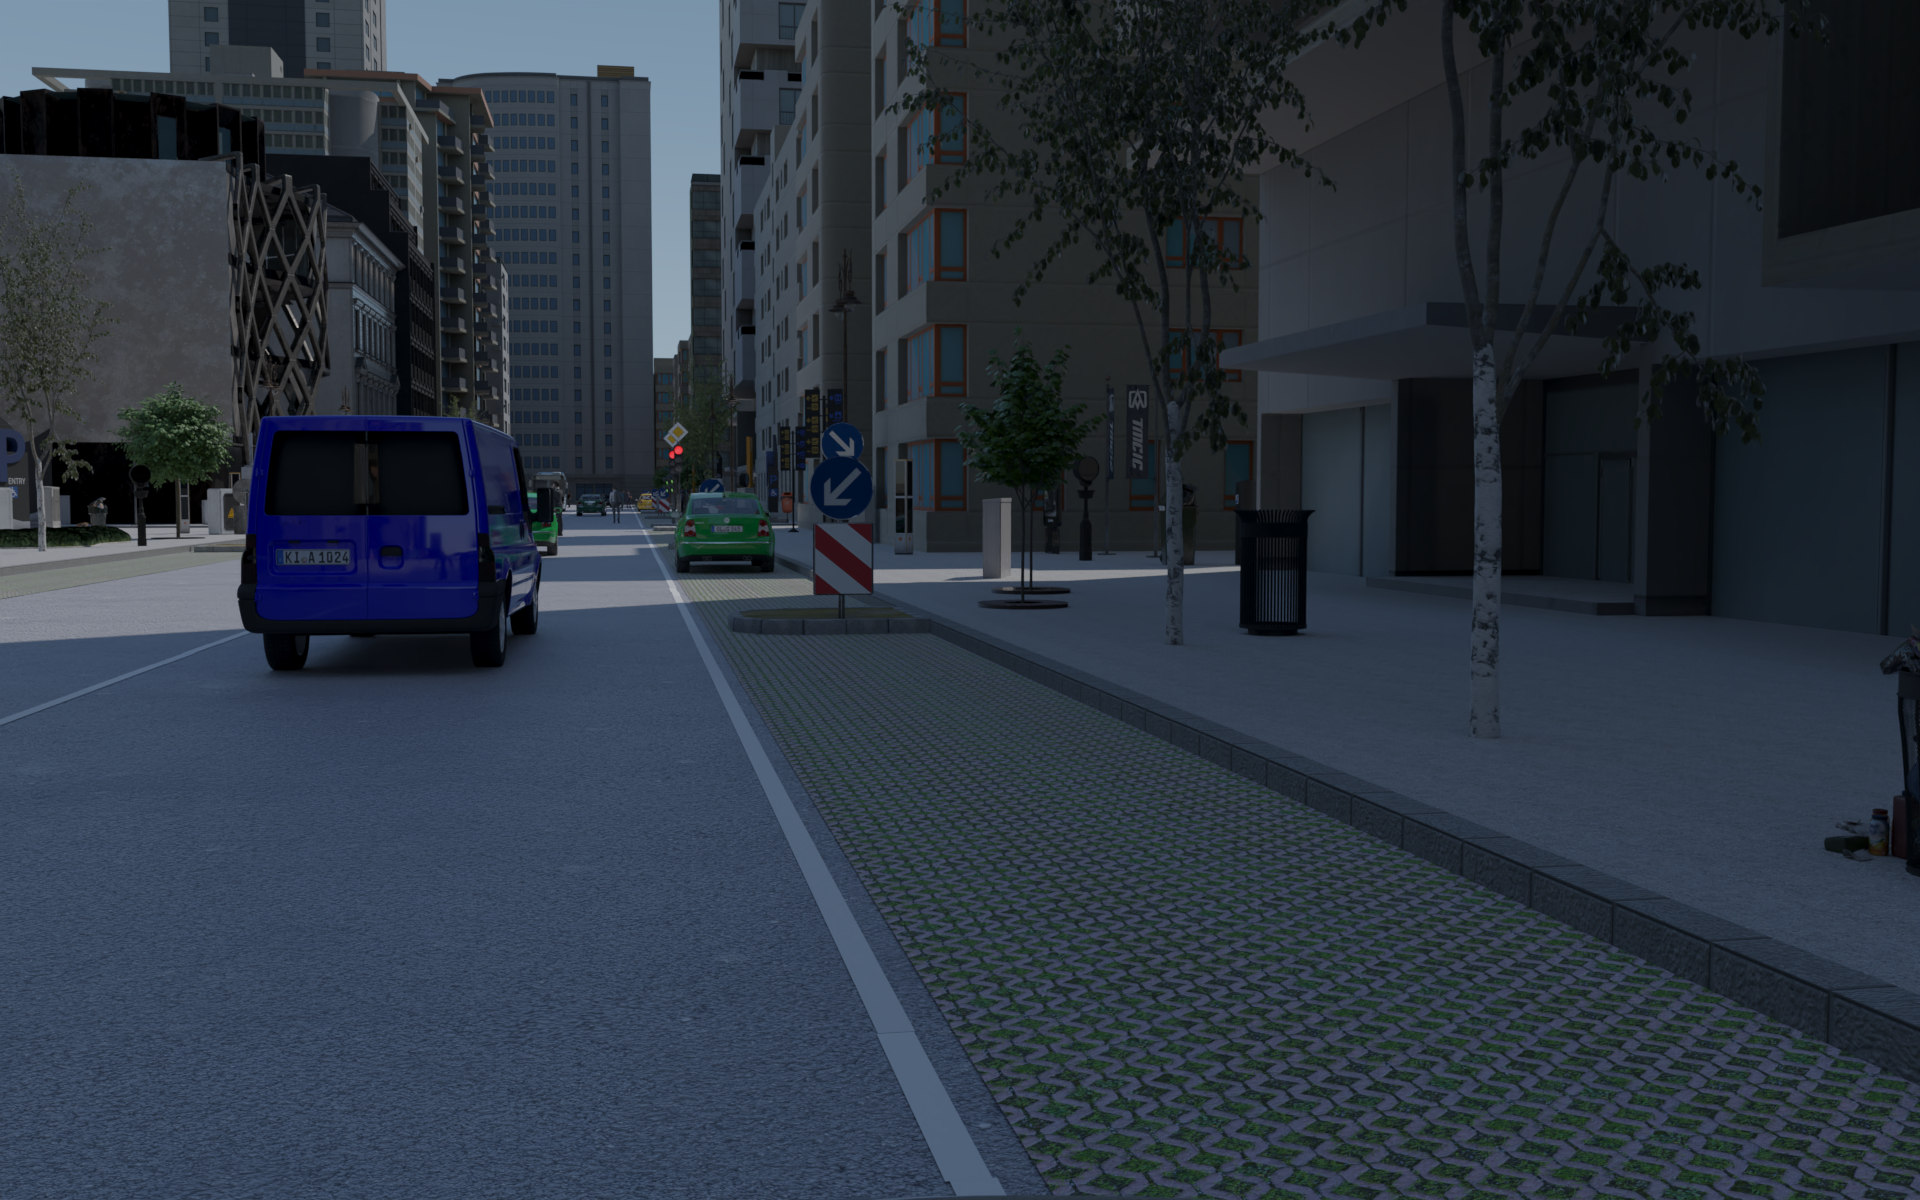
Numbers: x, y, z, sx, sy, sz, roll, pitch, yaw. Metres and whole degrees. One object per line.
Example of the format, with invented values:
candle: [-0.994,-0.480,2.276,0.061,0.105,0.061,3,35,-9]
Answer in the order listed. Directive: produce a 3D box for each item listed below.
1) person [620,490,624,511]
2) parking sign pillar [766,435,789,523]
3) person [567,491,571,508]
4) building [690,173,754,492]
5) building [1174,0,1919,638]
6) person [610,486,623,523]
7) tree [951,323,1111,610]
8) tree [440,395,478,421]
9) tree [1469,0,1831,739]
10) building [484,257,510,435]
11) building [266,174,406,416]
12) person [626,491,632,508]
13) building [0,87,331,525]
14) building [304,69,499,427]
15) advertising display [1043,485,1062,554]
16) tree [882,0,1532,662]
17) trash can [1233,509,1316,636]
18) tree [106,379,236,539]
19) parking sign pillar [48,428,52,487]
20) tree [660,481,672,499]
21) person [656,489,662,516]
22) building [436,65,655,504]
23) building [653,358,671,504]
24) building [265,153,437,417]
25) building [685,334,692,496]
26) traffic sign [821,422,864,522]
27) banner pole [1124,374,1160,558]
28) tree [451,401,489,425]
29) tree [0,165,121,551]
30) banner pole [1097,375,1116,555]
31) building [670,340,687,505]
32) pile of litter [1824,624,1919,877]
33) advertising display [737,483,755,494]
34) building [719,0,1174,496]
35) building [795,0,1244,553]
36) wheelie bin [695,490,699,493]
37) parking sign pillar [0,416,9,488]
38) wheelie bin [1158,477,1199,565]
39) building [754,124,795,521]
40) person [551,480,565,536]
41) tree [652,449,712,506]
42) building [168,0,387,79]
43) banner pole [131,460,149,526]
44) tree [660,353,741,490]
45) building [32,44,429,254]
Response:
person: [-28.090,-8.265,143.974,0.444,1.785,0.601,1,4,17]
parking sign pillar: [-8.426,-5.468,77.867,1.447,3.967,1.447,-1,4,-10]
person: [-41.134,-10.549,181.801,0.721,1.723,1.217,-2,4,-35]
building: [-17.791,-23.730,159.686,14.160,30.474,14.107,-1,4,-11]
building: [18.208,-26.215,17.847,28.713,52.752,27.495,-1,4,-11]
person: [-16.948,-4.701,85.468,0.679,1.850,0.850,-1,4,-20]
tree: [0.661,-1.539,19.769,1.663,3.219,1.824,0,3,0]
tree: [-36.836,-10.885,128.339,4.737,8.622,4.395,0,3,0]
tree: [2.891,-3.567,8.690,4.360,8.622,3.978,0,3,0]
building: [-62.108,-26.832,210.402,14.107,30.474,14.160,-1,4,-11]
building: [-39.982,-14.663,104.364,10.561,19.102,19.286,-1,4,-11]
person: [-32.856,-9.983,172.166,0.568,1.767,0.683,2,4,27]
building: [-38.457,-13.024,80.393,16.820,18.784,16.811,-1,4,-11]
building: [-60.570,-32.243,181.797,22.147,44.769,28.867,-1,4,-11]
advertising display: [1.987,-1.959,37.236,0.123,1.923,0.974,-1,4,-14]
tree: [1.614,-3.917,14.399,4.360,8.622,3.978,0,3,0]
trash can: [2.865,-0.255,15.831,0.748,1.137,0.748,0,3,0]
tree: [-22.591,-4.037,49.712,4.285,4.588,4.351,0,3,0]
parking sign pillar: [-37.692,-5.014,70.445,1.447,3.967,1.447,-3,5,-40]
tree: [-30.604,-11.495,182.551,1.663,3.219,1.824,0,3,0]
person: [-18.595,-6.018,107.468,0.480,1.755,0.524,0,4,3]
building: [-56.956,-42.678,239.780,28.212,58.520,21.231,-1,4,-11]
building: [-29.305,-24.720,249.208,28.899,21.520,27.650,-1,4,-11]
building: [-43.953,-17.837,121.319,12.332,23.373,15.834,-1,4,-11]
building: [-14.083,-20.642,182.531,27.650,21.520,28.899,-1,4,-11]
traffic sign: [-2.094,-1.877,30.787,0.768,2.556,0.104,-1,4,-9]
banner pole: [3.735,-2.748,34.940,0.863,3.779,0.401,-1,4,-8]
tree: [-38.740,-11.394,136.660,4.360,8.622,3.978,0,3,0]
tree: [-20.556,-5.375,38.247,4.360,8.622,3.978,0,3,0]
banner pole: [3.130,-2.826,36.221,0.401,3.779,0.863,0,4,-7]
building: [-20.572,-22.397,211.226,27.650,21.520,28.899,-1,4,-11]
pile of litter: [3.620,0.497,5.847,1.176,0.858,1.719,1,4,16]
advertising display: [-12.105,-5.672,97.945,0.974,1.923,0.123,0,4,1]
building: [-2.936,-32.702,123.916,28.713,52.752,27.495,-1,4,-11]
building: [10.111,-12.783,54.036,27.650,21.520,28.899,-1,4,-11]
wheelie bin: [-18.898,-7.166,125.065,0.693,1.594,0.980,0,4,8]
parking sign pillar: [-28.514,-3.874,51.804,1.447,3.967,1.447,1,4,12]
wheelie bin: [3.964,-1.434,31.358,0.693,1.594,0.980,0,4,-3]
building: [4.264,-15.283,94.914,28.899,21.520,27.650,-1,4,-11]
person: [-13.764,-3.130,59.044,0.474,1.900,0.648,0,4,-2]
tree: [-19.055,-8.482,122.399,4.285,4.588,4.351,0,3,0]
building: [-78.510,-46.746,202.549,20.611,71.187,20.563,-1,4,-11]
banner pole: [-33.520,-4.939,70.776,0.401,3.779,0.863,2,4,27]
tree: [-13.168,-8.496,89.266,4.737,8.622,4.395,0,3,0]
building: [-61.323,-28.309,154.725,32.217,40.220,23.993,-1,4,-11]
